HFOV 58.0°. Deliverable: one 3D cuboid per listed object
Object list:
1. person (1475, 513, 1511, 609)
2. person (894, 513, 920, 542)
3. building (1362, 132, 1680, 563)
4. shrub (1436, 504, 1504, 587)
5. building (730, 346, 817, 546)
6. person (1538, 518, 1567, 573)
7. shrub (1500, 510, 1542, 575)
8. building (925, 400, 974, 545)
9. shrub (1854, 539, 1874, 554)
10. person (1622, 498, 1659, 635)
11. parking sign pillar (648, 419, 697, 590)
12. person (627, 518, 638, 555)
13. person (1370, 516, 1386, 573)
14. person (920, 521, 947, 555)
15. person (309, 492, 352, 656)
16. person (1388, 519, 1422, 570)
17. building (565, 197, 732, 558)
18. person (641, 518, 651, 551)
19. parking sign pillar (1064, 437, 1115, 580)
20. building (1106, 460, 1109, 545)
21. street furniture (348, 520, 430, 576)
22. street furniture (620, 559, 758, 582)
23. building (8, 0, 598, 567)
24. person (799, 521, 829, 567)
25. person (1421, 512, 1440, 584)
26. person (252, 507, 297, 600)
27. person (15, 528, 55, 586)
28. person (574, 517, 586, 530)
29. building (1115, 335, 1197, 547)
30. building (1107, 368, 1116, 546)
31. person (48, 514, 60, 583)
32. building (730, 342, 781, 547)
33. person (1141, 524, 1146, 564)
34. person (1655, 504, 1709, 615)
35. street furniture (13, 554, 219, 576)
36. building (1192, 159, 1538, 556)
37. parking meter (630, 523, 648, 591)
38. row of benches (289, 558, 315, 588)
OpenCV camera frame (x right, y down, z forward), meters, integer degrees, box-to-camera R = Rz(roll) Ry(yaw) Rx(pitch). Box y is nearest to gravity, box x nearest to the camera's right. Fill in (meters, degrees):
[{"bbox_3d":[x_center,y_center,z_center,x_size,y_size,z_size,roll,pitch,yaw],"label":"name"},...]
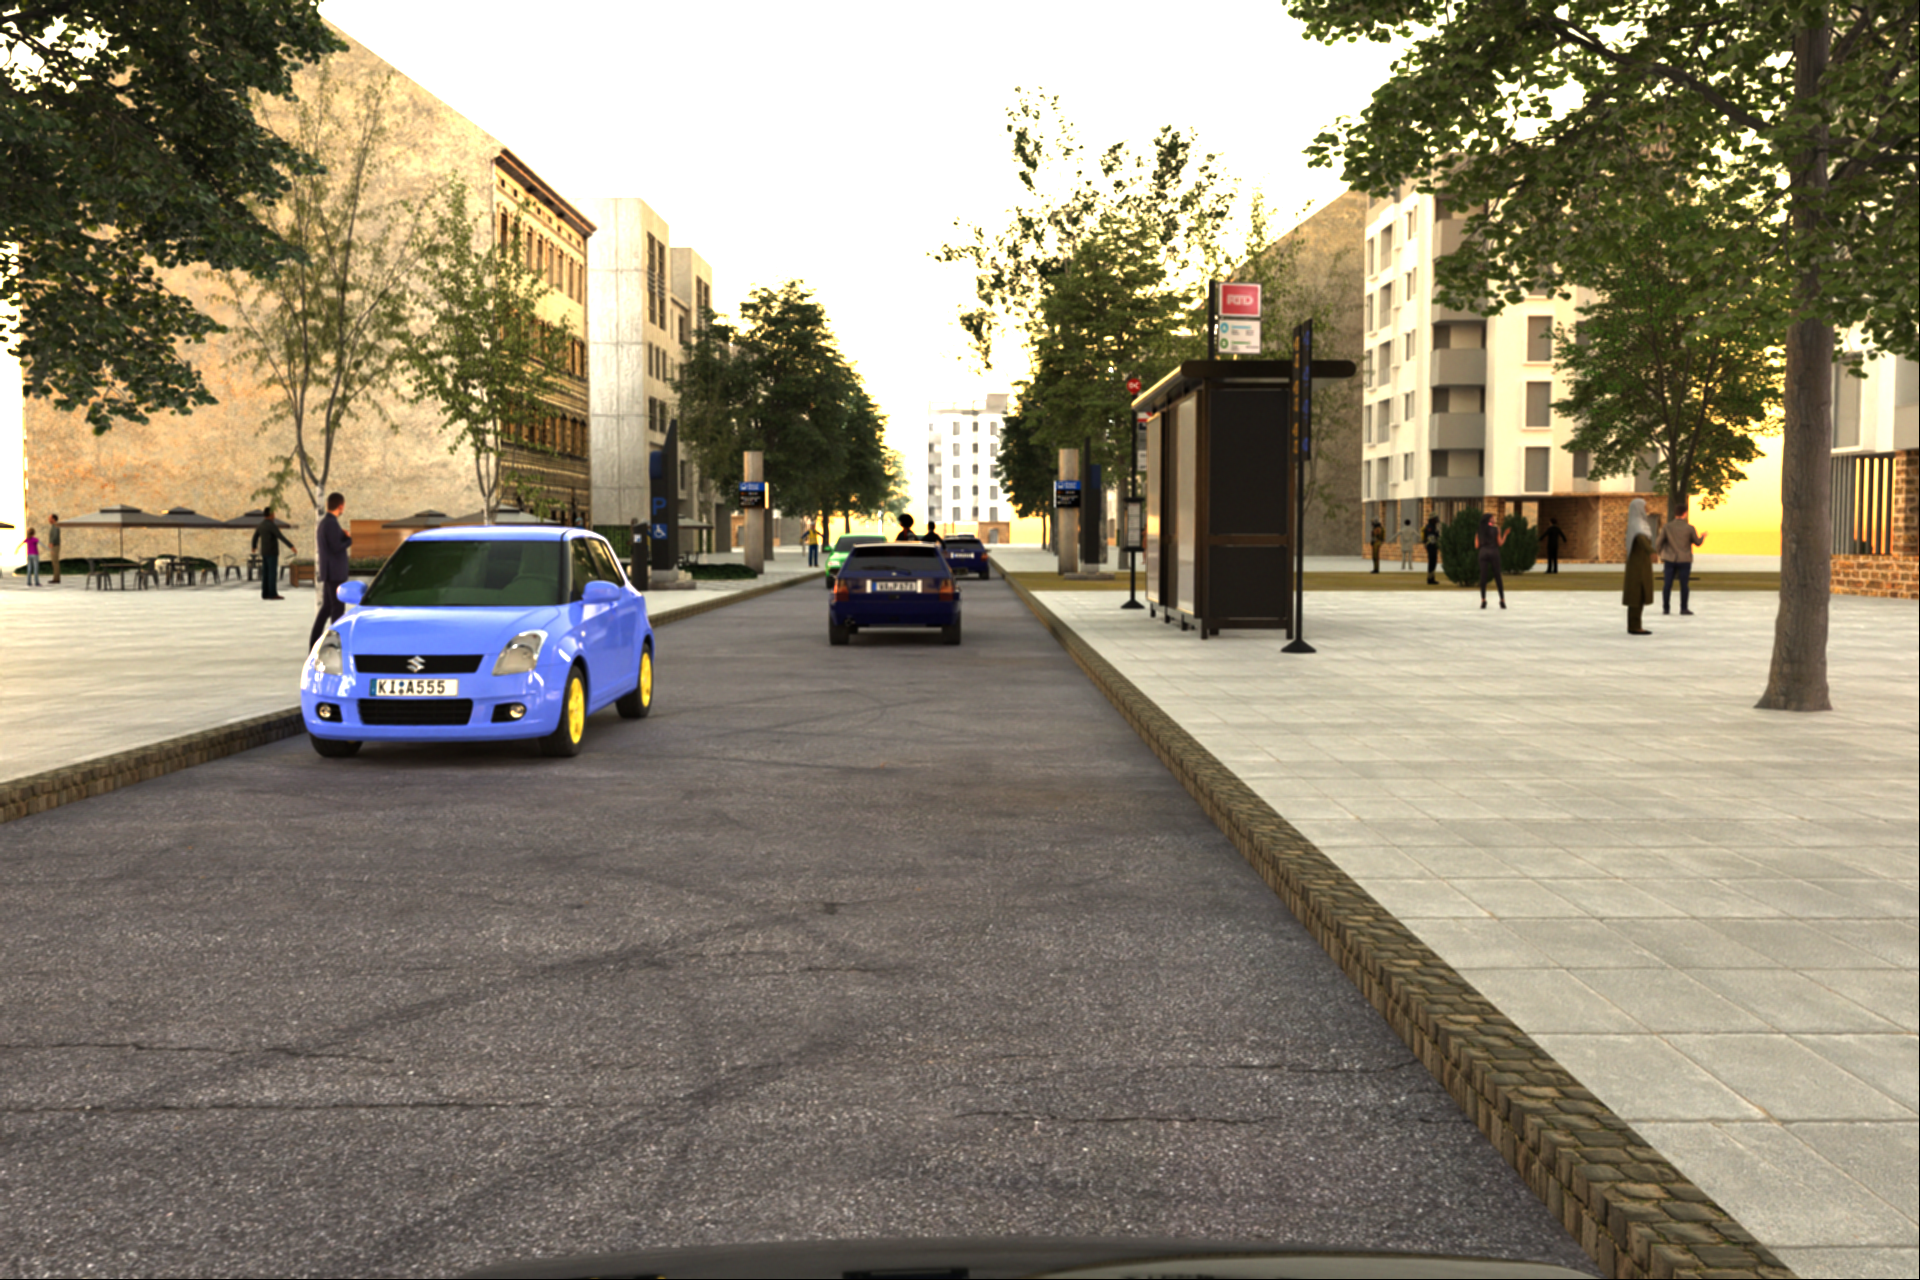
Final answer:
[{"bbox_3d":[9.179,-1.368,29.875,0.593,1.643,0.415,-1,4,-17],"label":"person"},{"bbox_3d":[-1.078,-1.514,33.362,0.704,1.843,1.345,2,4,33],"label":"person"},{"bbox_3d":[25.940,-14.167,88.046,16.016,20.090,11.380,0,4,0],"label":"building"},{"bbox_3d":[12.367,-2.296,41.962,1.690,2.028,1.600,0,3,0],"label":"shrub"},{"bbox_3d":[-26.761,-22.594,200.339,19.493,23.208,18.063,0,4,1],"label":"building"},{"bbox_3d":[19.298,-3.075,56.460,1.347,1.806,0.705,-2,4,-24],"label":"person"},{"bbox_3d":[17.373,-3.053,54.335,1.690,2.028,1.600,0,3,0],"label":"shrub"},{"bbox_3d":[-4.389,-23.040,235.585,11.380,20.090,16.016,0,4,-1],"label":"building"},{"bbox_3d":[25.386,-2.317,49.006,1.383,1.207,1.383,0,3,0],"label":"shrub"},{"bbox_3d":[8.774,-0.943,22.194,0.721,1.736,1.217,1,4,12],"label":"person"},{"bbox_3d":[-6.837,-3.155,40.059,1.447,3.967,1.447,0,4,1],"label":"parking sign pillar"},{"bbox_3d":[-10.716,-3.111,56.998,0.705,1.813,1.348,-1,4,-22],"label":"person"},{"bbox_3d":[13.626,-3.124,56.845,0.705,1.858,1.354,1,4,15],"label":"person"},{"bbox_3d":[-0.763,-1.999,41.870,1.216,1.740,0.721,-3,5,-43],"label":"person"},{"bbox_3d":[-6.472,-0.669,17.906,0.530,1.710,0.541,-1,4,-20],"label":"person"},{"bbox_3d":[16.116,-3.437,62.383,1.347,1.806,0.705,1,4,19],"label":"person"},{"bbox_3d":[-24.834,-14.708,106.933,16.747,18.905,31.486,0,4,1],"label":"building"},{"bbox_3d":[-11.148,-3.381,61.254,1.349,1.833,0.705,3,5,44],"label":"person"},{"bbox_3d":[3.655,-3.686,48.732,1.447,3.967,1.447,0,4,-1],"label":"parking sign pillar"},{"bbox_3d":[22.316,-21.750,212.036,16.016,20.090,11.380,0,4,0],"label":"building"},{"bbox_3d":[-18.099,-2.971,55.429,9.812,1.723,11.010,0,4,-6],"label":"street furniture"},{"bbox_3d":[-8.950,-1.913,46.897,5.734,0.657,10.072,1,4,13],"label":"street furniture"},{"bbox_3d":[-27.483,-15.014,76.405,19.493,23.208,18.063,0,4,-1],"label":"building"},{"bbox_3d":[-5.671,-3.718,67.252,1.216,1.772,0.721,-2,4,-25],"label":"person"},{"bbox_3d":[12.107,-2.353,44.256,0.705,1.856,1.354,1,4,18],"label":"person"},{"bbox_3d":[-13.530,-1.710,34.017,1.348,1.821,0.705,2,4,33],"label":"person"},{"bbox_3d":[-22.861,-2.049,42.764,0.991,1.433,0.599,0,4,2],"label":"person"},{"bbox_3d":[-12.223,-3.036,55.771,0.704,1.817,1.347,3,4,38],"label":"person"},{"bbox_3d":[24.380,-18.087,162.184,16.747,18.905,31.486,0,3,0],"label":"building"},{"bbox_3d":[21.741,-20.709,195.013,16.016,20.090,11.380,0,4,0],"label":"building"},{"bbox_3d":[-23.619,-2.376,45.127,0.705,1.796,1.348,-2,4,-28],"label":"person"},{"bbox_3d":[-24.036,-19.272,171.520,16.016,20.090,11.380,0,4,-1],"label":"building"},{"bbox_3d":[7.953,-4.140,74.493,1.217,1.733,0.721,-2,4,-34],"label":"person"},{"bbox_3d":[11.561,-1.294,27.732,0.617,1.759,0.750,3,5,44],"label":"person"},{"bbox_3d":[-28.113,-2.580,57.804,5.734,0.657,10.072,-1,4,-16],"label":"street furniture"},{"bbox_3d":[25.393,-17.026,109.305,19.493,23.208,18.063,0,4,0],"label":"building"},{"bbox_3d":[-7.216,-1.868,38.952,0.372,1.533,0.369,0,3,0],"label":"parking meter"},{"bbox_3d":[-16.311,-1.695,43.169,1.422,0.672,4.104,-1,4,-23],"label":"row of benches"}]
